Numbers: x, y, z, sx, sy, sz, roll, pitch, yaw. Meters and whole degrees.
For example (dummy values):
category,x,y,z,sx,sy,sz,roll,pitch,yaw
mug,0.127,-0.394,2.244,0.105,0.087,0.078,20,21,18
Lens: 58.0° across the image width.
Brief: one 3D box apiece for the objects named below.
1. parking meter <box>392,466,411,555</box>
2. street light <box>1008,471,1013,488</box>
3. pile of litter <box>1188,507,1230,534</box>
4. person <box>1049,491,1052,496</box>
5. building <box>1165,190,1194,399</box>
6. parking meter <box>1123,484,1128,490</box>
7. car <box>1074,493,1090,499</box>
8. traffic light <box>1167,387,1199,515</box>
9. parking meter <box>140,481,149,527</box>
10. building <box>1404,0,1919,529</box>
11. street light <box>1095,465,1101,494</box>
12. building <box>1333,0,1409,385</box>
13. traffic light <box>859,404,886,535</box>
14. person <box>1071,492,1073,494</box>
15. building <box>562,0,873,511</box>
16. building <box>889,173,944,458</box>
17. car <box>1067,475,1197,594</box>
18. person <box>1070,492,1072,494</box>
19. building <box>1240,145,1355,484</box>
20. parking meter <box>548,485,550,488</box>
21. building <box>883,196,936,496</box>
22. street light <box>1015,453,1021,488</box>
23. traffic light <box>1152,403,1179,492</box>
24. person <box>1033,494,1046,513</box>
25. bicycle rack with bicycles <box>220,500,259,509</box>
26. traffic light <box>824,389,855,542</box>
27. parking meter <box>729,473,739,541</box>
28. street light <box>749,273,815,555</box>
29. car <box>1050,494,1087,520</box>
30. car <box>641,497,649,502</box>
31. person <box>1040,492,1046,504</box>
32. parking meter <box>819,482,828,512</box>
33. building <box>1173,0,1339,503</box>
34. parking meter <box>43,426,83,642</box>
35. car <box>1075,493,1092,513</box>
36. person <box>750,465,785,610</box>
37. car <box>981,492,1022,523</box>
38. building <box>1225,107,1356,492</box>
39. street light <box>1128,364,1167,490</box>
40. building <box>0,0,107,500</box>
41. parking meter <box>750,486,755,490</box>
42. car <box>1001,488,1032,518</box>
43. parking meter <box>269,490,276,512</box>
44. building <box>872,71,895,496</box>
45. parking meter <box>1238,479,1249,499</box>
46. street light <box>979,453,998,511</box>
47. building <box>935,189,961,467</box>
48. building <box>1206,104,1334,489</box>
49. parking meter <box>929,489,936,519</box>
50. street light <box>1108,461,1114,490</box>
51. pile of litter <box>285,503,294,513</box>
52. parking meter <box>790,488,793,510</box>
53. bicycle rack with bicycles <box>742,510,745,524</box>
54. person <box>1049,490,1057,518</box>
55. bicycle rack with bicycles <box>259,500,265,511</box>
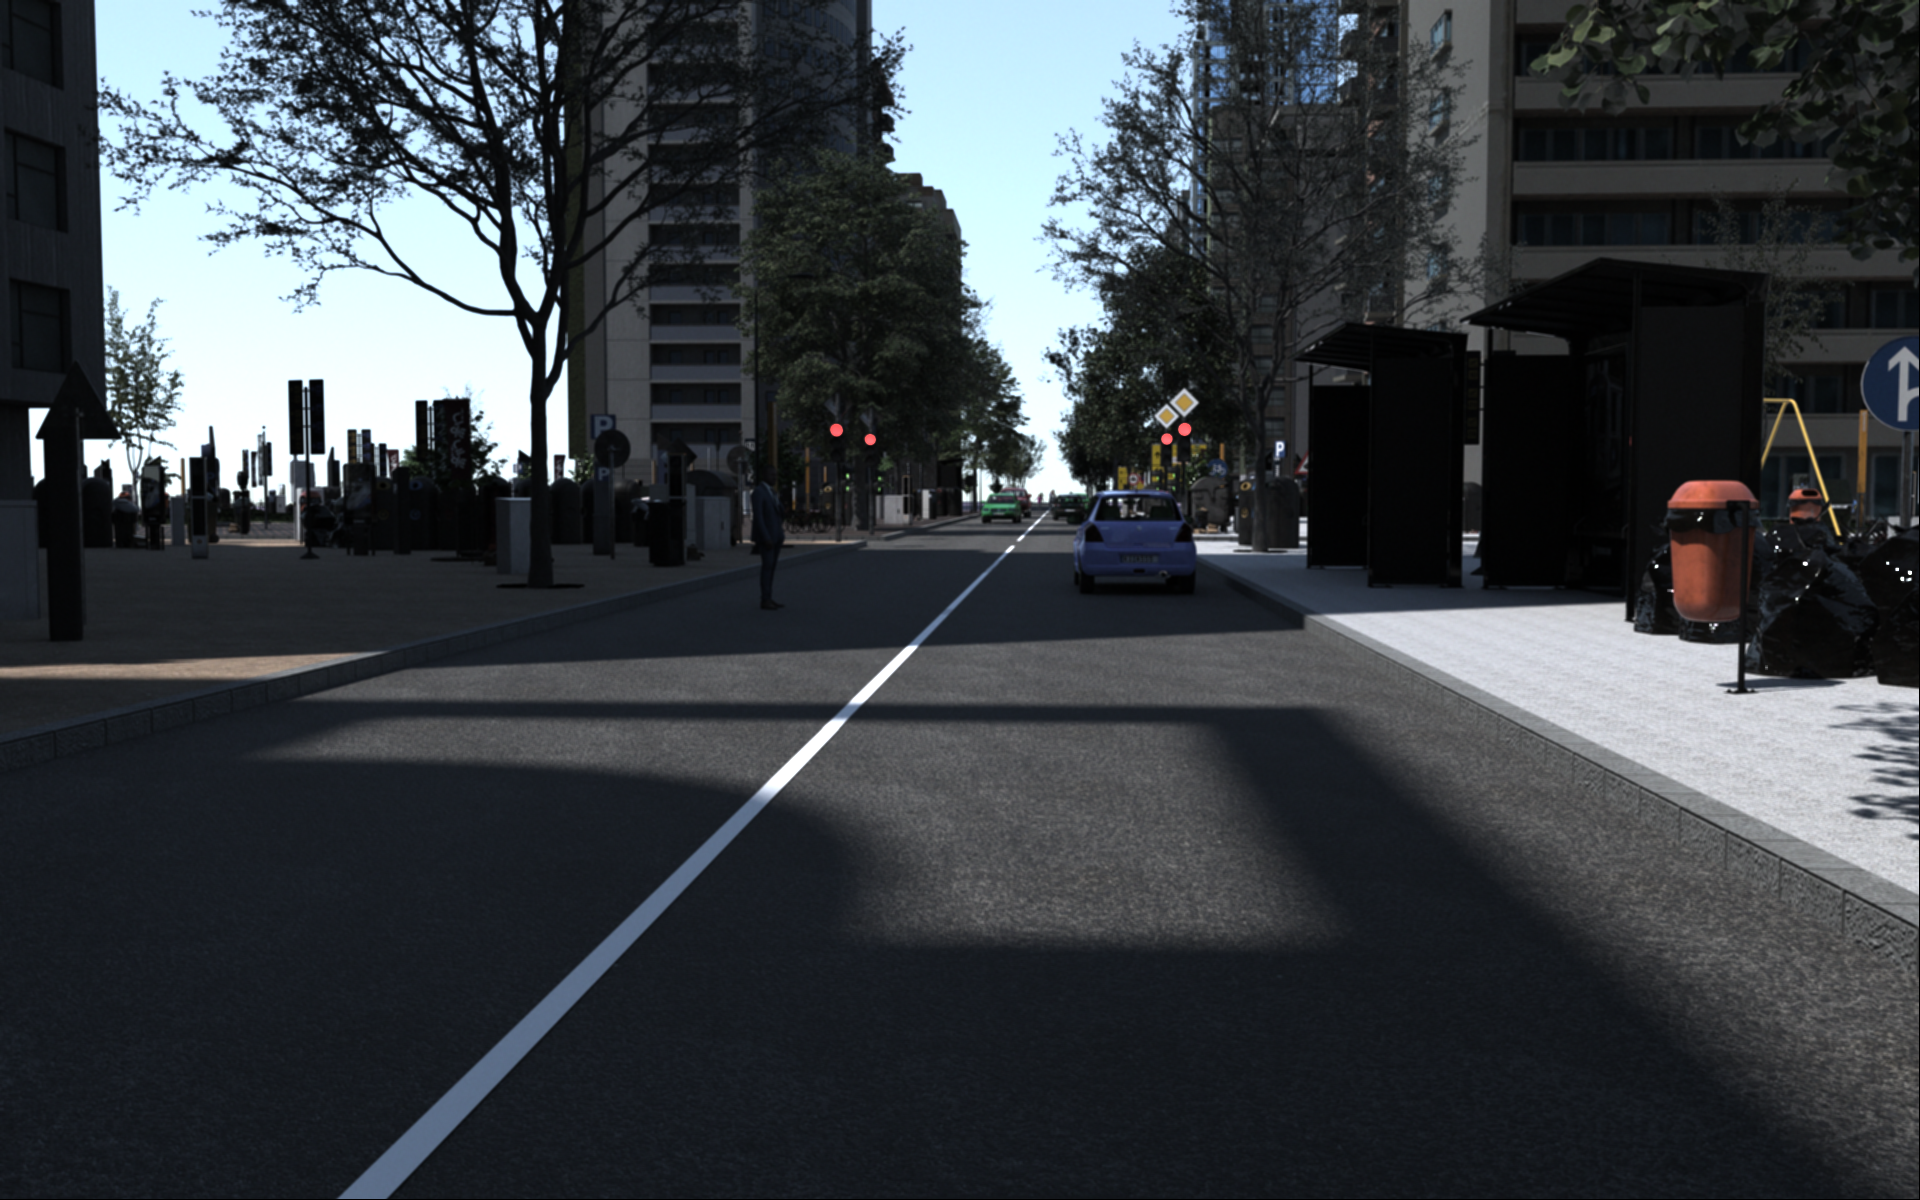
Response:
category,x,y,z,sx,sy,sz,roll,pitch,yaw
parking meter,-11.890,-1.905,36.855,0.255,1.863,0.399,-3,5,-40
street light,4.057,-11.715,164.087,1.470,5.913,1.316,0,4,3
pile of litter,7.879,-2.572,56.017,1.719,0.858,1.176,1,4,15
person,12.423,-13.861,234.993,0.709,1.838,0.599,-2,4,-31
building,43.235,-39.837,270.941,23.786,49.044,30.456,0,4,3
parking meter,10.017,-6.012,104.014,0.399,1.863,0.255,0,4,-2
car,9.647,-8.144,142.198,2.155,1.783,4.494,0,4,2
traffic light,5.900,-3.480,45.821,0.839,4.253,0.868,0,4,3
parking meter,-31.970,-3.813,68.047,0.255,1.863,0.399,1,4,18
building,29.986,-27.373,71.247,21.600,48.544,21.300,0,4,3
street light,11.450,-10.221,139.651,1.470,5.913,1.316,0,4,3
building,35.514,-27.731,108.032,22.147,44.769,28.867,0,4,3
traffic light,-2.762,-4.000,54.328,0.839,4.253,0.868,0,4,3
person,16.936,-15.495,262.624,1.217,1.735,0.721,-2,4,-24
building,-19.304,-36.869,144.811,21.231,58.520,28.212,0,4,3
building,-10.148,-36.409,245.399,14.600,45.320,14.200,0,4,3
car,2.597,-1.020,26.270,1.945,1.707,3.694,0,4,2
person,16.065,-14.801,251.169,0.621,1.740,0.551,-2,4,-34
building,30.854,-22.994,147.659,14.160,30.474,14.107,0,4,3
parking meter,-27.303,-6.660,114.598,0.255,1.863,0.399,-3,5,-41
building,-10.725,-33.506,231.416,14.154,41.232,14.086,0,4,3
street light,6.016,-13.711,196.710,1.470,5.913,1.316,0,4,3
traffic light,6.384,-3.968,53.791,0.839,4.253,0.868,0,4,3
person,6.135,-7.483,134.072,0.991,1.433,0.599,1,4,10
bicycle rack with bicycles,-48.631,-6.196,114.688,2.852,0.926,2.925,3,5,44
traffic light,-3.245,-3.513,46.358,0.839,4.253,0.868,0,4,3
parking meter,-6.156,-2.539,47.222,0.255,1.863,0.399,0,4,0
street light,-3.752,-3.915,36.552,1.470,5.913,1.316,0,4,3
car,5.985,-5.234,95.355,2.009,1.686,4.222,0,4,2
car,-8.971,-2.310,50.123,4.827,1.381,2.083,0,4,4
person,11.779,-14.755,250.463,1.217,1.735,0.721,0,4,7
parking meter,-6.564,-4.757,83.483,0.399,1.863,0.255,-3,5,-42
building,40.448,-56.664,239.129,22.319,86.520,31.000,0,4,3
parking meter,-7.870,-0.581,15.204,0.255,1.863,0.399,-2,4,-25
car,7.534,-6.269,111.302,1.959,1.807,4.718,0,4,4
person,-2.420,-0.801,21.785,0.419,1.800,0.721,1,4,9
car,2.085,-4.733,86.188,1.959,1.807,4.718,0,4,5
building,41.369,-28.984,165.775,32.217,40.220,23.993,0,4,3
street light,6.832,-5.479,62.126,1.470,5.913,1.316,0,4,3
building,-23.027,-15.666,27.842,14.107,30.474,14.160,0,4,3
parking meter,-15.397,-7.523,128.709,0.399,1.863,0.255,1,4,14
car,3.318,-6.024,107.163,2.281,1.827,5.304,0,4,5
parking meter,-38.371,-5.399,96.680,0.372,1.533,0.369,0,3,0
building,-18.198,-31.749,173.721,22.147,44.769,28.867,0,4,3
parking meter,11.104,-3.796,67.768,0.399,1.863,0.255,0,4,-4
street light,2.112,-9.715,131.381,1.470,5.913,1.316,0,4,3
building,-11.033,-40.022,278.064,21.300,48.544,21.600,0,4,3
building,33.275,-30.684,185.272,14.154,41.232,14.086,0,4,3
parking meter,-1.384,-4.848,87.681,0.372,1.533,0.369,0,3,0
street light,8.806,-7.547,95.935,1.470,5.913,1.316,0,4,3
pile of litter,-32.193,-4.197,82.583,1.176,0.858,1.719,1,4,21
parking meter,-12.060,-7.193,123.311,0.255,1.863,0.399,3,5,40
bicycle rack with bicycles,-7.753,-3.678,73.521,2.852,0.926,2.925,3,4,36
person,5.600,-5.789,104.158,0.512,1.701,0.522,1,4,18
bicycle rack with bicycles,-52.608,-7.229,131.583,2.925,0.926,2.852,-2,4,-35
